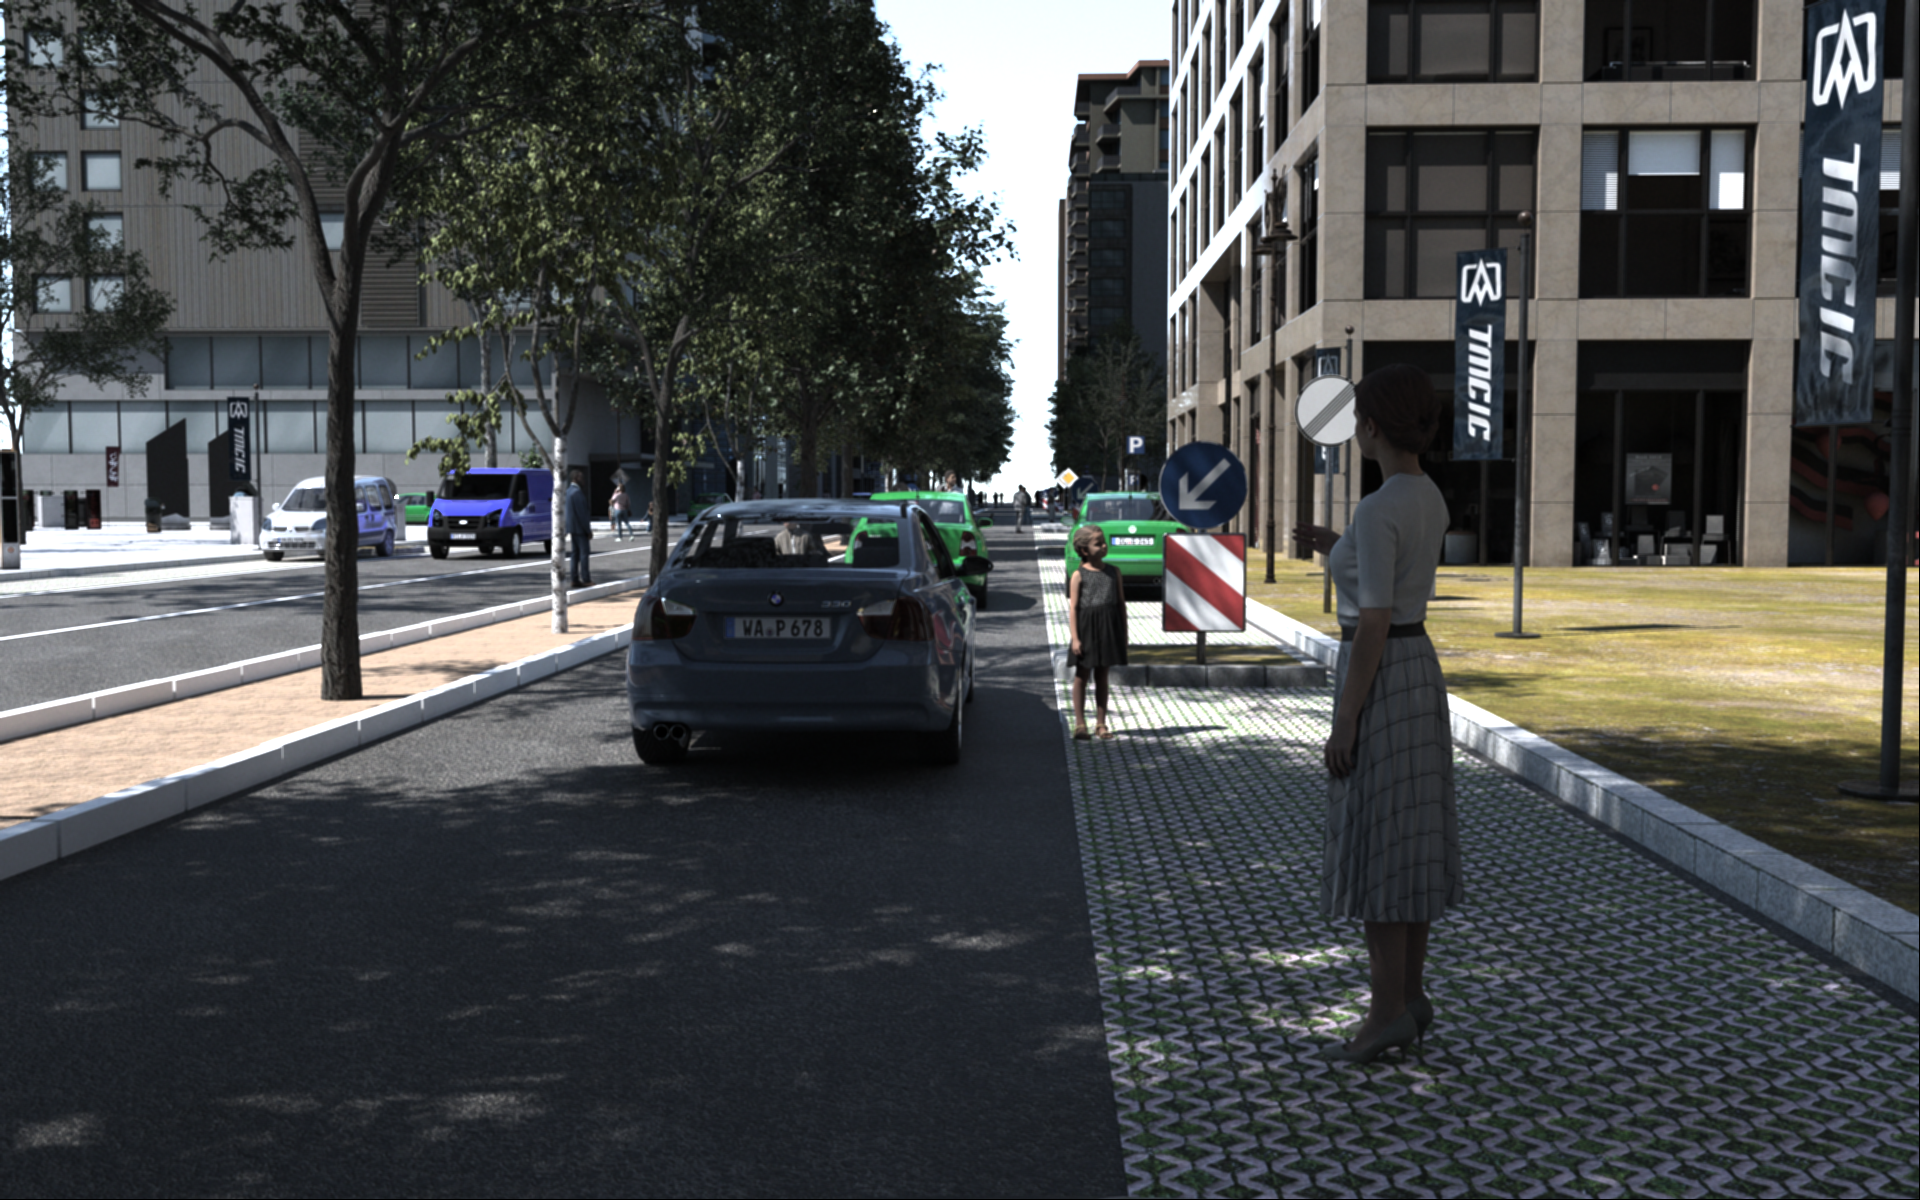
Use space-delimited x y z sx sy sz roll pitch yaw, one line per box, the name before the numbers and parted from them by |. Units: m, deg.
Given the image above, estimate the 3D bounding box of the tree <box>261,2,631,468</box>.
tree | -16.147 -12.181 55.046 12.611 20.169 13.585 0 3 0

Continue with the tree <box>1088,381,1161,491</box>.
tree | 10.706 -9.737 109.564 4.737 8.622 4.395 0 3 0

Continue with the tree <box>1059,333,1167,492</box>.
tree | 7.625 -7.899 79.504 4.360 8.622 3.978 0 3 0

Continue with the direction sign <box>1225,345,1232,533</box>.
direction sign | 4.144 -2.129 26.803 0.379 3.537 0.876 1 4 13

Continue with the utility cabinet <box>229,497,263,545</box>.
utility cabinet | -18.069 -2.001 43.879 1.020 1.237 0.306 2 4 34

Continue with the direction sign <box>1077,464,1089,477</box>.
direction sign | 9.161 -8.398 129.298 0.876 3.537 0.379 0 4 -2

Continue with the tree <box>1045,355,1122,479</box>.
tree | 10.170 -13.591 140.332 7.486 12.596 7.792 0 3 0

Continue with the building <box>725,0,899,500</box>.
building | -19.642 -57.195 247.813 22.319 86.520 31.000 0 4 2

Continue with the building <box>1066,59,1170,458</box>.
building | 22.731 -32.077 179.076 22.147 44.769 28.867 0 4 2

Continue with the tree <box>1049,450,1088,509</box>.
tree | 9.859 -12.180 149.509 4.737 8.622 4.395 0 3 0

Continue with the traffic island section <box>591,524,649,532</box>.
traffic island section | -13.006 -2.686 66.198 2.009 0.180 2.903 0 4 2

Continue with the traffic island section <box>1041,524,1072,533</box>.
traffic island section | 4.122 -2.644 65.517 2.009 0.180 2.903 0 4 2

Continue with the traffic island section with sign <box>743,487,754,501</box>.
traffic island section with sign | -11.806 -5.370 96.420 1.989 1.847 2.006 0 4 2

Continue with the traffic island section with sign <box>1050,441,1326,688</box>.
traffic island section with sign | 1.741 -0.311 13.713 1.989 1.847 2.006 0 4 2

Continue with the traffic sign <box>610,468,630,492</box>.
traffic sign | -12.982 -3.822 66.135 0.795 2.450 0.064 0 4 2

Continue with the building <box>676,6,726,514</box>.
building | -23.877 -49.681 124.958 22.319 86.520 31.000 0 4 2

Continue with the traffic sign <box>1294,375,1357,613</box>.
traffic sign | 3.959 -1.130 18.582 0.768 2.556 0.104 0 4 3

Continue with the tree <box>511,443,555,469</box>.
tree | -15.847 -4.294 64.812 1.663 3.219 1.824 0 3 0

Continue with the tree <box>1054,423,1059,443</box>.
tree | 8.340 -10.126 115.926 4.360 8.622 3.978 0 3 0

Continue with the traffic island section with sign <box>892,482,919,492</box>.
traffic island section with sign | -2.017 -3.992 73.411 2.006 1.907 1.989 0 4 2

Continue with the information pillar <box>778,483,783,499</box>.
information pillar | -12.436 -7.059 119.903 0.304 2.012 0.304 -1 4 -11

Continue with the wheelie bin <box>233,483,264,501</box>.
wheelie bin | -20.437 -2.558 49.725 0.693 1.594 0.980 0 4 -6

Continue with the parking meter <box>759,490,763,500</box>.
parking meter | -12.867 -6.291 111.275 0.372 1.533 0.369 0 3 0

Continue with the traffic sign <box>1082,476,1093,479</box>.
traffic sign | 6.964 -5.661 94.683 0.606 2.300 0.079 0 4 8

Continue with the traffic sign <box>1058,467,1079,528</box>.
traffic sign | 4.098 -3.780 65.441 0.795 2.450 0.064 0 4 2

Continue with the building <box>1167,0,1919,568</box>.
building | 16.603 -14.788 46.298 19.350 26.468 34.151 0 4 2

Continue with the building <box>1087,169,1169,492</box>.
building | 18.596 -23.635 158.130 14.160 30.474 14.107 0 4 2

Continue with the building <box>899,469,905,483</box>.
building | -21.168 -26.626 280.366 27.650 21.520 28.899 0 4 2

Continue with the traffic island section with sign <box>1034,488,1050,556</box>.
traffic island section with sign | 2.819 -1.970 40.844 1.989 1.847 2.006 0 4 2

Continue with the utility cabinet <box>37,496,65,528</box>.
utility cabinet | -34.723 -3.367 66.212 0.306 1.237 1.020 2 4 24

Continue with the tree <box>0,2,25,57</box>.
tree | -15.818 -10.122 21.381 12.611 20.169 13.585 0 3 0

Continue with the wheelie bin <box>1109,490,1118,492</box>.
wheelie bin | 11.546 -7.515 130.772 0.980 1.594 0.693 1 4 21

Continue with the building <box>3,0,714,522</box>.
building | -28.563 -30.564 88.967 28.713 52.752 27.495 0 4 2

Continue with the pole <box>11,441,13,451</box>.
pole | -32.806 -4.058 60.191 0.158 3.312 0.155 0 3 0

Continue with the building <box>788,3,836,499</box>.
building | -23.777 -37.989 163.120 21.231 58.520 28.212 0 4 2

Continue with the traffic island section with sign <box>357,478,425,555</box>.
traffic island section with sign | -13.987 -2.012 41.517 1.989 1.847 2.006 0 4 2

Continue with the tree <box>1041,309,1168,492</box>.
tree | 7.470 -9.321 86.806 7.601 10.594 8.767 1 4 11

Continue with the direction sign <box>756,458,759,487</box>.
direction sign | -12.827 -7.214 109.951 0.379 3.537 0.876 0 4 2

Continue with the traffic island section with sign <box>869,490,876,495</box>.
traffic island section with sign | -8.743 -10.096 173.691 1.989 1.847 2.006 0 4 2

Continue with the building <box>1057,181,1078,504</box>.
building | 21.293 -36.981 254.750 14.600 45.320 14.200 0 4 2

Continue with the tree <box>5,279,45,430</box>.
tree | -30.116 -6.263 52.755 4.360 8.622 3.978 0 3 0

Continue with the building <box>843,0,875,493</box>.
building | -20.989 -47.177 209.596 20.563 71.187 20.611 0 4 2

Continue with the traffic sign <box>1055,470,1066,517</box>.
traffic sign | 4.414 -4.268 73.419 0.795 2.450 0.064 0 4 2

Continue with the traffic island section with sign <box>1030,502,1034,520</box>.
traffic island section with sign | 4.996 -5.320 95.617 1.989 1.847 2.006 0 4 2

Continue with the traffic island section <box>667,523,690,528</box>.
traffic island section | -12.690 -3.174 74.177 2.009 0.180 2.903 0 4 2

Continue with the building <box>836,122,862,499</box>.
building | -22.407 -34.562 188.782 21.300 48.544 21.600 0 4 2

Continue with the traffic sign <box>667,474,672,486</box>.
traffic sign | -12.666 -4.310 74.114 0.795 2.450 0.064 0 4 2

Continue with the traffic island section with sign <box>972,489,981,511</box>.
traffic island section with sign | 0.948 -8.584 148.491 2.006 1.907 1.989 0 4 2

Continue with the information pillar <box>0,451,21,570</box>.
information pillar | -16.193 -1.524 29.406 0.304 2.012 0.304 3 5 42

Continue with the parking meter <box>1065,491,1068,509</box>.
parking meter | 9.123 -8.521 147.730 0.372 1.533 0.369 0 3 0

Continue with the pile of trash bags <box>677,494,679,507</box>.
pile of trash bags | -18.647 -5.842 105.271 3.447 1.369 1.912 1 4 18
